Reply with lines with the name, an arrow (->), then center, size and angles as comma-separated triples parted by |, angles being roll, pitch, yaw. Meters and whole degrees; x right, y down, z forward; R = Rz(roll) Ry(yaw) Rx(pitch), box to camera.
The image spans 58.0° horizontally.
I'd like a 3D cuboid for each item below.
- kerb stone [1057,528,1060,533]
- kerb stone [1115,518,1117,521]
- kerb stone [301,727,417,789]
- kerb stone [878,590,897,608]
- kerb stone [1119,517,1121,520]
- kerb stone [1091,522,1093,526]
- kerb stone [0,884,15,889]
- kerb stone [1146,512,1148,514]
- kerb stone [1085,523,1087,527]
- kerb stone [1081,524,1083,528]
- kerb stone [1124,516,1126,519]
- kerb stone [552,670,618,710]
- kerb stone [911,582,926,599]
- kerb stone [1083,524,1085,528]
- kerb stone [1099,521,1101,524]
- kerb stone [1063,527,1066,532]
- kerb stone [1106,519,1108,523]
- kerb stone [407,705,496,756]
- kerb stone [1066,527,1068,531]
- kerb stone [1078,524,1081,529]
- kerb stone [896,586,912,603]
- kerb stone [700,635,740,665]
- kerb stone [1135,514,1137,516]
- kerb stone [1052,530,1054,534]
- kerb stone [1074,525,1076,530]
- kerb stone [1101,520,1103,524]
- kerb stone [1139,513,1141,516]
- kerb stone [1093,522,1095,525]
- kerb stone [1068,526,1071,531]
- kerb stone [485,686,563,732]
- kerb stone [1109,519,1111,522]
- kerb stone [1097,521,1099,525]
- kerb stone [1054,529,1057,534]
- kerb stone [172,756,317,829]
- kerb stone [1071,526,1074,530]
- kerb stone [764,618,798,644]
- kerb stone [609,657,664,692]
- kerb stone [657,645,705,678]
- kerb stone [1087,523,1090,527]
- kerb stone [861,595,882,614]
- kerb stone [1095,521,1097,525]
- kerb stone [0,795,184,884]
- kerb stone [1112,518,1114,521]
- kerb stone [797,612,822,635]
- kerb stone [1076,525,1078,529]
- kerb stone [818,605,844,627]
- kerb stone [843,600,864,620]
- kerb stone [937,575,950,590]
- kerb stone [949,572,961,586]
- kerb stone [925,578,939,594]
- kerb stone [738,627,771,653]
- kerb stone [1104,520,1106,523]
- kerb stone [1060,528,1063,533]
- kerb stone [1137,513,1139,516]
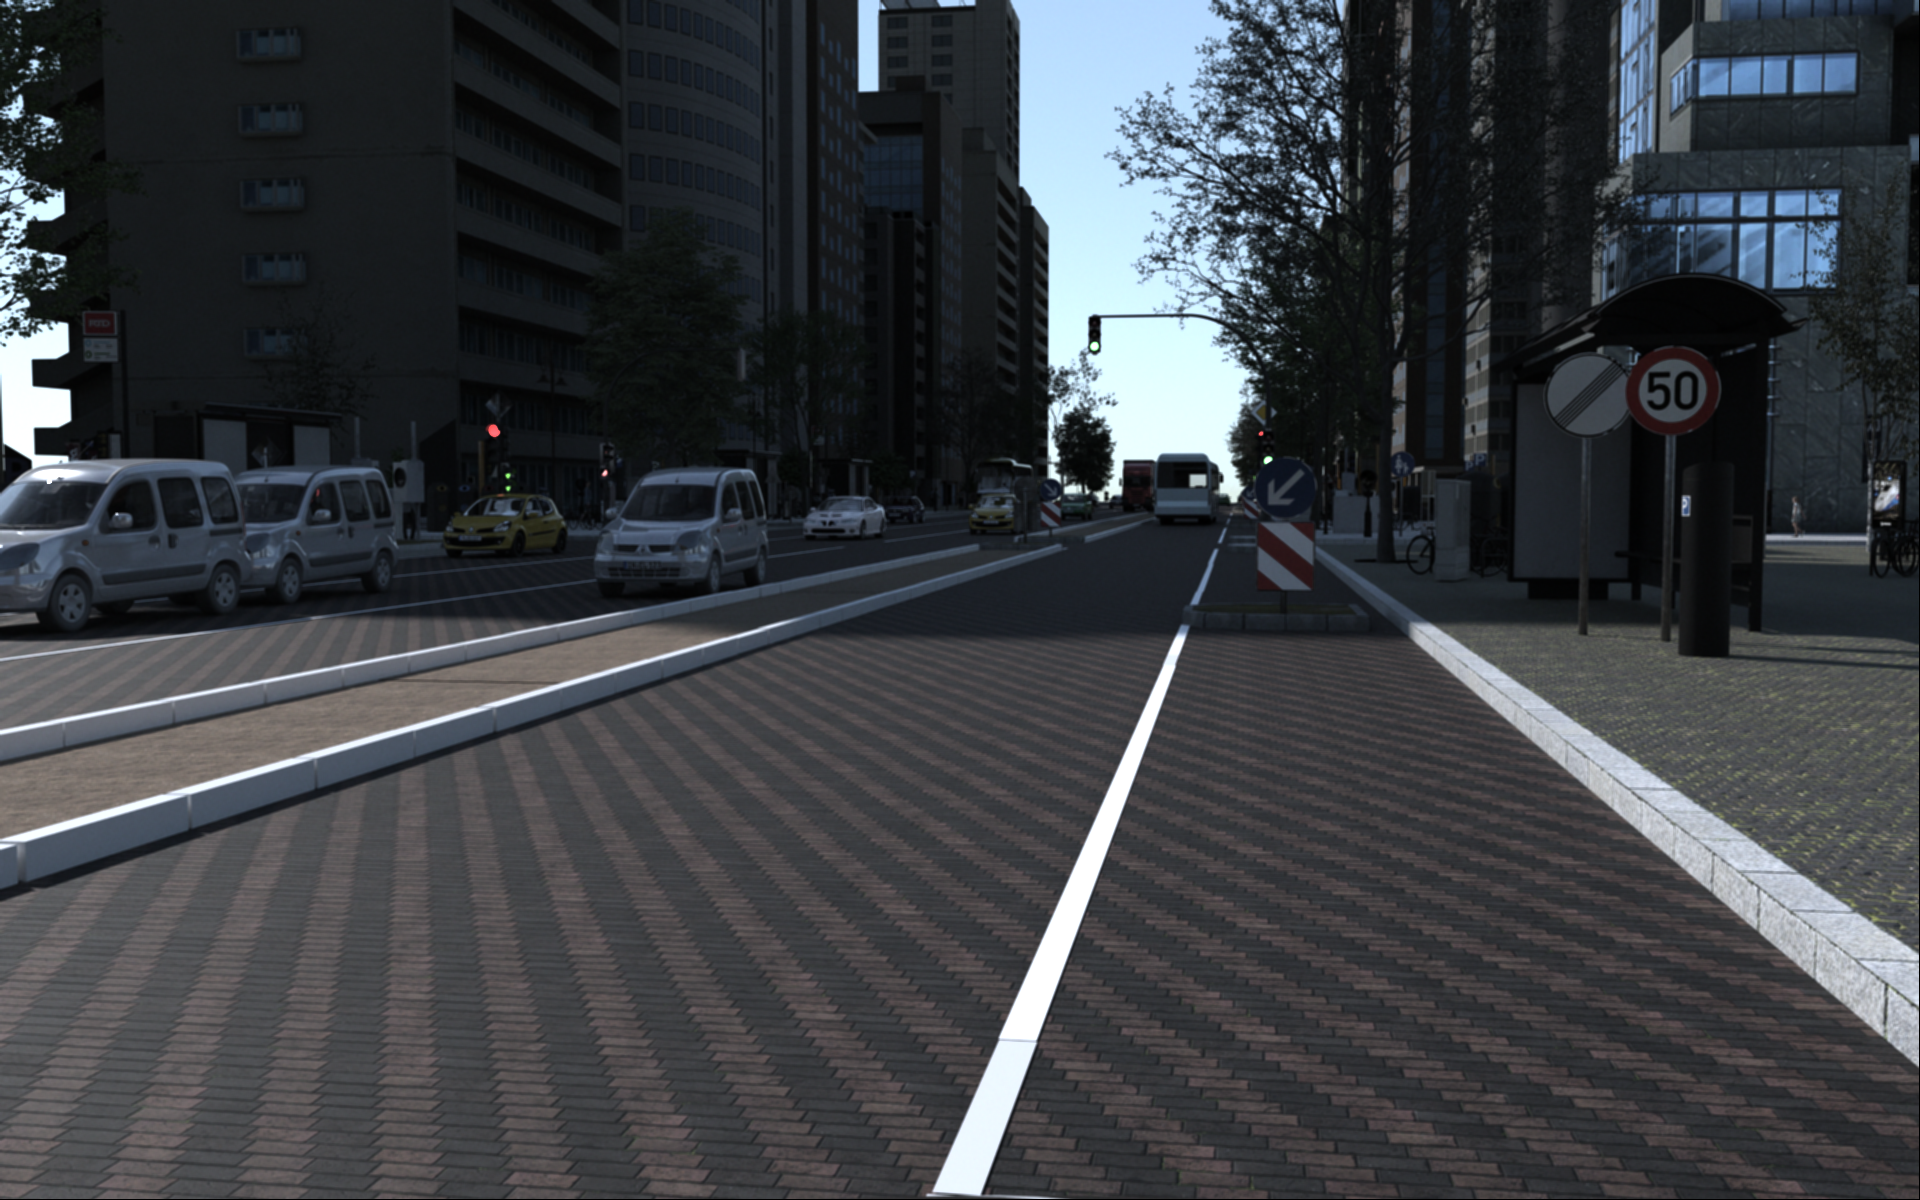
kerb stone -> 3.405, -2.460, 62.441 | 0.120, 0.150, 1.000 | 1, 4, 9
kerb stone -> 7.981, -4.196, 90.802 | 0.120, 0.150, 1.000 | 1, 4, 9
kerb stone -> -3.104, 0.812, 8.922 | 0.120, 0.150, 1.000 | 1, 4, 9
kerb stone -> -0.989, 0.007, 22.081 | 0.120, 0.150, 1.000 | 1, 4, 9
kerb stone -> 8.472, -4.382, 93.841 | 0.120, 0.150, 1.000 | 1, 4, 9
kerb stone -> 5.690, -3.328, 76.610 | 0.120, 0.150, 1.000 | 1, 4, 9
kerb stone -> -3.603, 1.004, 5.883 | 0.120, 0.150, 1.000 | 1, 4, 9
kerb stone -> 12.877, -6.052, 121.148 | 0.120, 0.150, 1.000 | 1, 4, 9
kerb stone -> 5.206, -3.143, 73.577 | 0.120, 0.150, 1.000 | 1, 4, 9
kerb stone -> 4.880, -3.019, 71.552 | 0.120, 0.150, 1.000 | 1, 4, 9
kerb stone -> 9.122, -4.629, 97.887 | 0.120, 0.150, 1.000 | 1, 4, 9
kerb stone -> -2.615, 0.626, 11.953 | 0.120, 0.150, 1.000 | 1, 4, 9
kerb stone -> -0.653, -0.113, 24.109 | 0.120, 0.150, 1.000 | 1, 4, 9
kerb stone -> 5.041, -3.081, 72.567 | 0.120, 0.150, 1.000 | 1, 4, 9
kerb stone -> 6.348, -3.575, 80.646 | 0.120, 0.150, 1.000 | 1, 4, 9
kerb stone -> 3.730, -2.586, 64.481 | 0.120, 0.150, 1.000 | 1, 4, 9
kerb stone -> 7.000, -3.823, 84.700 | 0.120, 0.150, 1.000 | 1, 4, 9
kerb stone -> -2.946, 0.754, 9.933 | 0.120, 0.150, 1.000 | 1, 4, 9
kerb stone -> 3.898, -2.638, 65.492 | 0.120, 0.150, 1.000 | 1, 4, 9
kerb stone -> 4.708, -2.957, 70.544 | 0.120, 0.150, 1.000 | 1, 4, 9
kerb stone -> -0.820, -0.051, 23.100 | 0.120, 0.150, 1.000 | 1, 4, 9
kerb stone -> -2.125, 0.442, 14.988 | 0.120, 0.150, 1.000 | 1, 4, 9
kerb stone -> 10.762, -5.248, 108.004 | 0.120, 0.150, 1.000 | 1, 4, 9
kerb stone -> 3.084, -2.338, 60.419 | 0.120, 0.150, 1.000 | 1, 4, 9
kerb stone -> 4.392, -2.833, 68.523 | 0.120, 0.150, 1.000 | 1, 4, 9
kerb stone -> 6.502, -3.637, 81.661 | 0.120, 0.150, 1.000 | 1, 4, 9
kerb stone -> 11.574, -5.558, 113.061 | 0.120, 0.150, 1.000 | 1, 4, 9
kerb stone -> 5.852, -3.390, 77.619 | 0.120, 0.150, 1.000 | 1, 4, 9
kerb stone -> 4.061, -2.710, 66.506 | 0.120, 0.150, 1.000 | 1, 4, 9
kerb stone -> -2.773, 0.688, 10.943 | 0.120, 0.150, 1.000 | 1, 4, 9
kerb stone -> 7.335, -3.945, 86.741 | 0.120, 0.150, 1.000 | 1, 4, 9
kerb stone -> 6.191, -3.513, 79.637 | 0.120, 0.150, 1.000 | 1, 4, 9
kerb stone -> 3.244, -2.392, 61.429 | 0.120, 0.150, 1.000 | 1, 4, 9
kerb stone -> -3.268, 0.875, 7.914 | 0.120, 0.150, 1.000 | 1, 4, 9
kerb stone -> 4.224, -2.772, 67.515 | 0.120, 0.150, 1.000 | 1, 4, 9
kerb stone -> -1.799, 0.316, 17.022 | 0.120, 0.150, 1.000 | 1, 4, 9
kerb stone -> -2.456, 0.565, 12.963 | 0.120, 0.150, 1.000 | 1, 4, 9
kerb stone -> -2.287, 0.503, 13.971 | 0.120, 0.150, 1.000 | 1, 4, 9
kerb stone -> 5.368, -3.204, 74.586 | 0.120, 0.150, 1.000 | 1, 4, 9
kerb stone -> -1.147, 0.069, 21.069 | 0.120, 0.150, 1.000 | 1, 4, 9
kerb stone -> 6.016, -3.451, 78.630 | 0.120, 0.150, 1.000 | 1, 4, 9
kerb stone -> -3.428, 0.936, 6.896 | 0.120, 0.150, 1.000 | 1, 4, 9
kerb stone -> 7.655, -4.065, 88.764 | 0.120, 0.150, 1.000 | 1, 4, 9
kerb stone -> -1.639, 0.258, 18.032 | 0.120, 0.150, 1.000 | 1, 4, 9
kerb stone -> 4.549, -2.895, 69.533 | 0.120, 0.150, 1.000 | 1, 4, 9
kerb stone -> -1.472, 0.194, 19.047 | 0.120, 0.150, 1.000 | 1, 4, 9
kerb stone -> -1.306, 0.131, 20.056 | 0.120, 0.150, 1.000 | 1, 4, 9
kerb stone -> -0.329, -0.241, 26.139 | 0.120, 0.150, 1.000 | 1, 4, 9
kerb stone -> -0.169, -0.303, 27.153 | 0.120, 0.150, 1.000 | 1, 4, 9
kerb stone -> -0.493, -0.179, 25.130 | 0.120, 0.150, 1.000 | 1, 4, 9
kerb stone -> -1.967, 0.386, 16.012 | 0.120, 0.150, 1.000 | 1, 4, 9
kerb stone -> 6.838, -3.761, 83.691 | 0.120, 0.150, 1.000 | 1, 4, 9
kerb stone -> 3.567, -2.522, 63.458 | 0.120, 0.150, 1.000 | 1, 4, 9
kerb stone -> 11.244, -5.430, 111.036 | 0.120, 0.150, 1.000 | 1, 4, 9
